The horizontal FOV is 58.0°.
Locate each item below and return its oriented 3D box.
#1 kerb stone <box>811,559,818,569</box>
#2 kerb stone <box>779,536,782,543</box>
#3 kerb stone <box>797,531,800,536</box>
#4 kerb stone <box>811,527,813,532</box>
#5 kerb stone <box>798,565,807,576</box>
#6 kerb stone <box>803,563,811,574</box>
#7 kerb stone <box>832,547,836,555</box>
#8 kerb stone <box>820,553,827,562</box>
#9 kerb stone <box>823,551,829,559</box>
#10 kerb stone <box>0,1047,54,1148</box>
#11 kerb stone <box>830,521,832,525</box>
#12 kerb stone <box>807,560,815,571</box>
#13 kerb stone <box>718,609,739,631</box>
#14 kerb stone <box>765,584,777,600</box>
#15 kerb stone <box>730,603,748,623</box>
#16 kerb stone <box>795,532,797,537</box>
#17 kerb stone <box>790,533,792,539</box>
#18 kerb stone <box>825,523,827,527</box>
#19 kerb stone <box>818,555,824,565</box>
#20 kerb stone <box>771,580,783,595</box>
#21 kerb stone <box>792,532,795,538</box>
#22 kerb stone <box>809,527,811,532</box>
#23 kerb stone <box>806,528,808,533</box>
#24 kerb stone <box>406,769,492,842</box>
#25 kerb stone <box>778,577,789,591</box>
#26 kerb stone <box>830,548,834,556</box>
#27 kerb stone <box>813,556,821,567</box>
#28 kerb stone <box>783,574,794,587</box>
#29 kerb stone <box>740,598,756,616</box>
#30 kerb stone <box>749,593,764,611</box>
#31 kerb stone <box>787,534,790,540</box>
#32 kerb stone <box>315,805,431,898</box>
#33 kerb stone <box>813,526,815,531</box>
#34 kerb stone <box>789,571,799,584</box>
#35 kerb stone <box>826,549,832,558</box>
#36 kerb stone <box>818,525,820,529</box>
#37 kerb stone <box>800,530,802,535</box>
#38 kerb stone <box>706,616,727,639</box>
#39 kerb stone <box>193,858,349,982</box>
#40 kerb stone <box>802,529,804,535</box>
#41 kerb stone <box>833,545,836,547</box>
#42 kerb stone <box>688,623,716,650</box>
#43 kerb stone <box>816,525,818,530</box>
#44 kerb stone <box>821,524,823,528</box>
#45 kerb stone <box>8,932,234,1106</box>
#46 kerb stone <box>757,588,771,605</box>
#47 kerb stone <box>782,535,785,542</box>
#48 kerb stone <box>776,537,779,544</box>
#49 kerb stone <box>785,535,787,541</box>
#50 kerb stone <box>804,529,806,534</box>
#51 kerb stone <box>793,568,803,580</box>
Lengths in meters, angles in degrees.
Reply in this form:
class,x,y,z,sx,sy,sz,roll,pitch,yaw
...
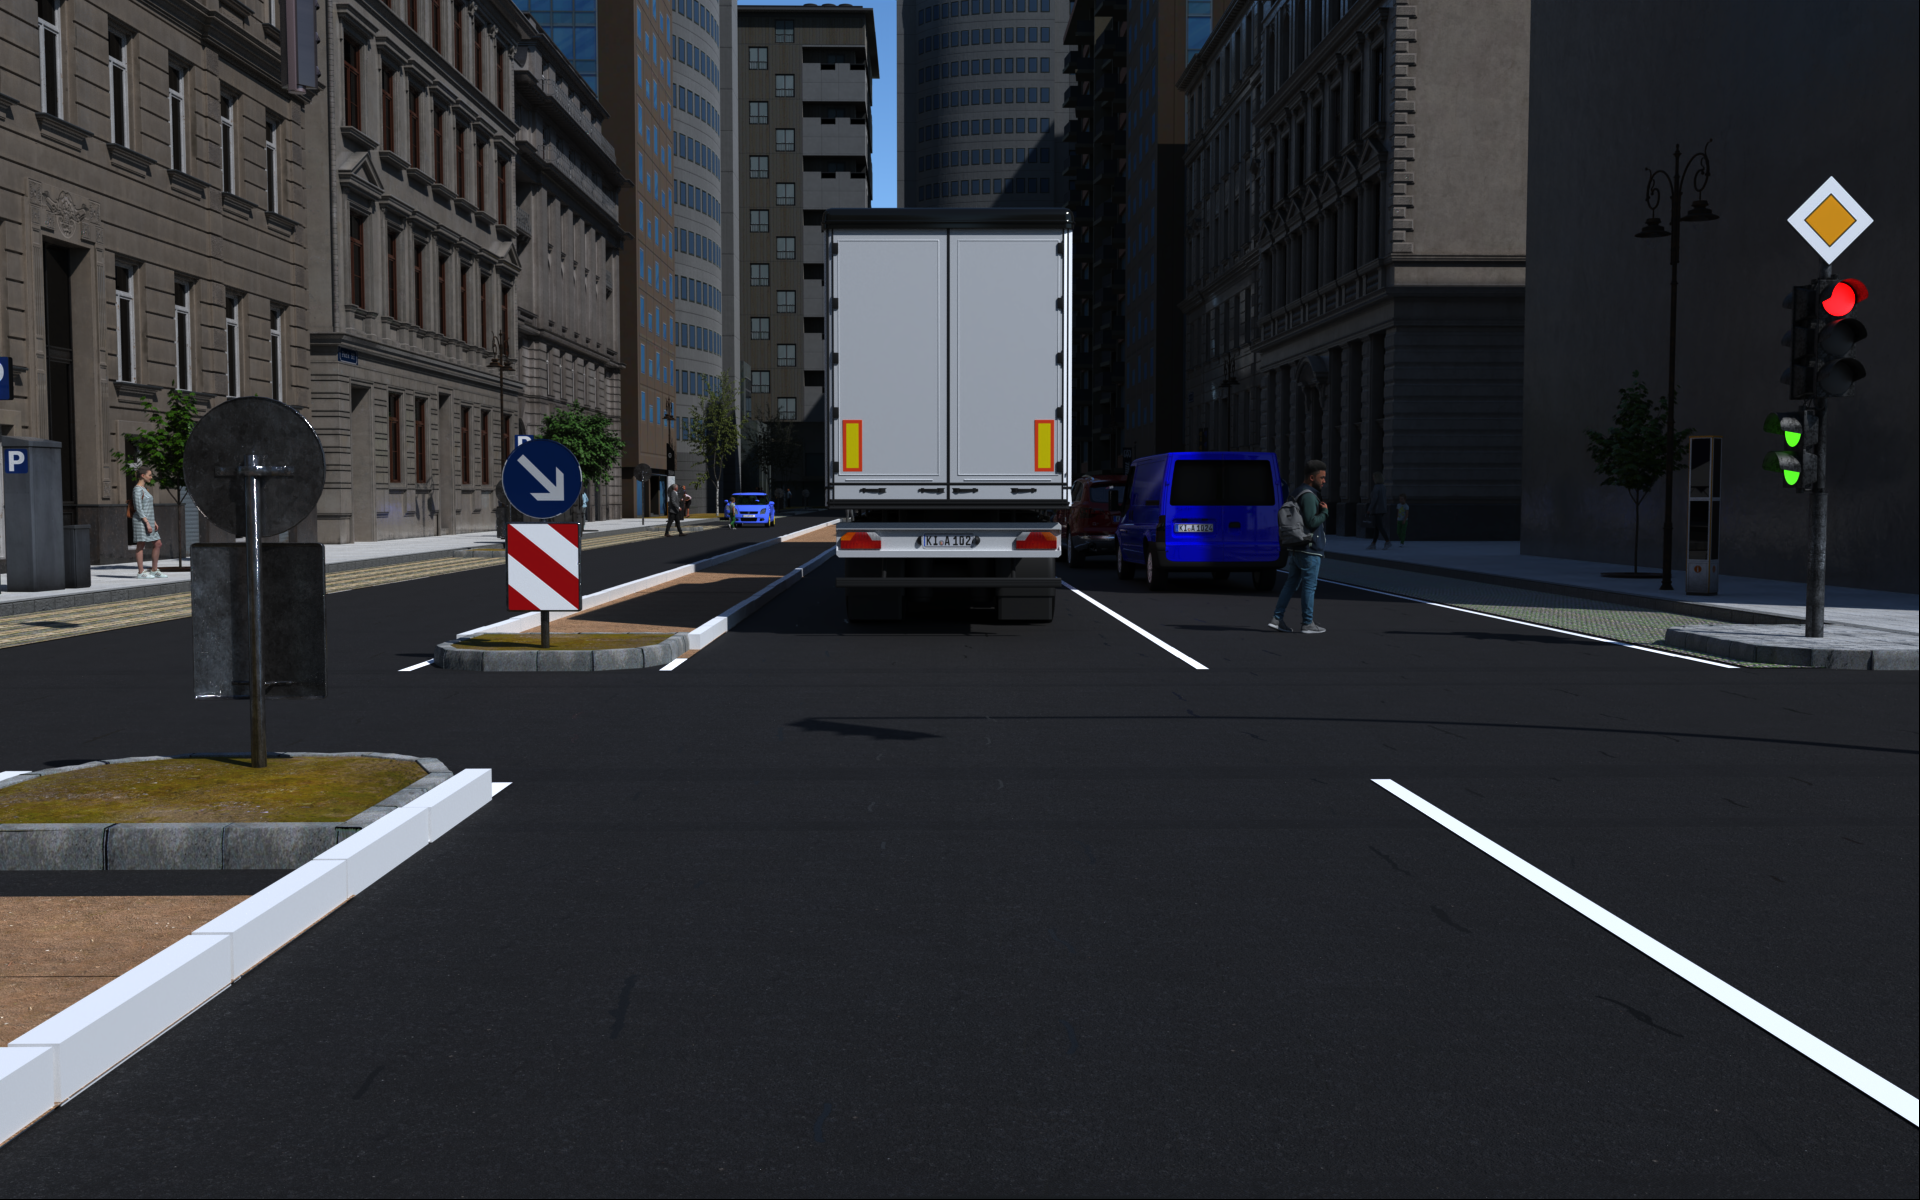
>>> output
class,x,y,z,sx,sy,sz,roll,pitch,yaw
kerb stone,-2.823,-0.642,32.753,0.120,0.150,1.000,0,4,-1
kerb stone,-5.326,-1.709,50.132,0.120,0.150,1.000,0,4,-1
kerb stone,-5.486,-2.149,57.328,0.120,0.150,1.000,0,4,-1
kerb stone,-5.658,-2.589,64.519,0.120,0.150,1.000,0,4,-1
kerb stone,-2.765,-0.457,29.675,0.120,0.150,1.000,0,4,-1
kerb stone,-2.784,-0.519,30.702,0.120,0.150,1.000,0,4,-1
kerb stone,-2.992,-1.082,39.914,0.120,0.150,1.000,0,4,-1
kerb stone,-2.895,-0.833,35.822,0.120,0.150,1.000,0,4,-1
kerb stone,-2.921,-0.896,36.844,0.120,0.150,1.000,0,4,-1
kerb stone,-2.155,1.142,3.524,0.120,0.150,1.000,0,4,-1
kerb stone,-5.972,-3.400,77.846,0.120,0.150,1.000,0,4,-1
kerb stone,-2.802,-0.583,31.731,0.120,0.150,1.000,0,4,-1
kerb stone,-2.495,0.231,18.414,0.120,0.150,1.000,0,4,-1
kerb stone,-2.617,-0.077,23.536,0.120,0.150,1.000,0,4,-1
kerb stone,-2.522,0.169,19.436,0.120,0.150,1.000,0,4,-1
kerb stone,-5.463,-2.086,56.306,0.120,0.150,1.000,0,4,-1
kerb stone,-5.427,-1.961,54.254,0.120,0.150,1.000,0,4,-1
kerb stone,-5.877,-3.153,73.753,0.120,0.150,1.000,0,4,-1
kerb stone,-2.866,-0.769,34.800,0.120,0.150,1.000,0,4,-1
kerb stone,-2.644,-0.145,24.561,0.120,0.150,1.000,0,4,-1
kerb stone,-5.443,-2.013,55.277,0.120,0.150,1.000,0,4,-1
kerb stone,-5.632,-2.525,63.487,0.120,0.150,1.000,0,4,-1
kerb stone,-5.590,-2.398,61.430,0.120,0.150,1.000,0,4,-1
kerb stone,-2.242,0.895,7.615,0.120,0.150,1.000,0,4,-1
kerb stone,-2.663,-0.207,25.588,0.120,0.150,1.000,0,4,-1
kerb stone,-2.979,-1.021,38.891,0.120,0.150,1.000,0,4,-1
kerb stone,-2.847,-0.708,33.778,0.120,0.150,1.000,0,4,-1
kerb stone,-2.680,-0.270,26.610,0.120,0.150,1.000,0,4,-1
kerb stone,-2.543,0.106,20.458,0.120,0.150,1.000,0,4,-1
kerb stone,-2.564,0.051,21.480,0.120,0.150,1.000,0,4,-1
kerb stone,-5.390,-1.889,53.230,0.120,0.150,1.000,0,4,-1
kerb stone,-2.226,0.954,6.593,0.120,0.150,1.000,0,4,-1
kerb stone,-5.685,-2.650,65.545,0.120,0.150,1.000,0,4,-1
kerb stone,-2.707,-0.329,27.632,0.120,0.150,1.000,0,4,-1
kerb stone,-2.947,-0.958,37.865,0.120,0.150,1.000,0,4,-1
kerb stone,-5.756,-2.839,68.618,0.120,0.150,1.000,0,4,-1
kerb stone,-5.518,-2.211,58.350,0.120,0.150,1.000,0,4,-1
kerb stone,-2.476,0.295,17.379,0.120,0.150,1.000,0,4,-1
kerb stone,-2.200,1.017,5.571,0.120,0.150,1.000,0,4,-1
kerb stone,-5.539,-2.274,59.372,0.120,0.150,1.000,0,4,-1
kerb stone,-3.011,-1.142,40.941,0.120,0.150,1.000,0,4,-1
kerb stone,-2.450,0.358,16.350,0.120,0.150,1.000,0,4,-1
kerb stone,-5.727,-2.774,67.596,0.120,0.150,1.000,0,4,-1
kerb stone,-5.799,-2.957,70.671,0.120,0.150,1.000,0,4,-1
kerb stone,-2.174,1.080,4.545,0.120,0.150,1.000,0,4,-1
kerb stone,-2.593,-0.016,22.511,0.120,0.150,1.000,0,4,-1
kerb stone,-5.355,-1.769,51.165,0.120,0.150,1.000,0,4,-1
kerb stone,-5.307,-1.646,49.103,0.120,0.150,1.000,0,4,-1
kerb stone,-5.376,-1.835,52.204,0.120,0.150,1.000,0,4,-1
kerb stone,-5.564,-2.334,60.396,0.120,0.150,1.000,0,4,-1
kerb stone,-2.728,-0.394,28.654,0.120,0.150,1.000,0,4,-1
